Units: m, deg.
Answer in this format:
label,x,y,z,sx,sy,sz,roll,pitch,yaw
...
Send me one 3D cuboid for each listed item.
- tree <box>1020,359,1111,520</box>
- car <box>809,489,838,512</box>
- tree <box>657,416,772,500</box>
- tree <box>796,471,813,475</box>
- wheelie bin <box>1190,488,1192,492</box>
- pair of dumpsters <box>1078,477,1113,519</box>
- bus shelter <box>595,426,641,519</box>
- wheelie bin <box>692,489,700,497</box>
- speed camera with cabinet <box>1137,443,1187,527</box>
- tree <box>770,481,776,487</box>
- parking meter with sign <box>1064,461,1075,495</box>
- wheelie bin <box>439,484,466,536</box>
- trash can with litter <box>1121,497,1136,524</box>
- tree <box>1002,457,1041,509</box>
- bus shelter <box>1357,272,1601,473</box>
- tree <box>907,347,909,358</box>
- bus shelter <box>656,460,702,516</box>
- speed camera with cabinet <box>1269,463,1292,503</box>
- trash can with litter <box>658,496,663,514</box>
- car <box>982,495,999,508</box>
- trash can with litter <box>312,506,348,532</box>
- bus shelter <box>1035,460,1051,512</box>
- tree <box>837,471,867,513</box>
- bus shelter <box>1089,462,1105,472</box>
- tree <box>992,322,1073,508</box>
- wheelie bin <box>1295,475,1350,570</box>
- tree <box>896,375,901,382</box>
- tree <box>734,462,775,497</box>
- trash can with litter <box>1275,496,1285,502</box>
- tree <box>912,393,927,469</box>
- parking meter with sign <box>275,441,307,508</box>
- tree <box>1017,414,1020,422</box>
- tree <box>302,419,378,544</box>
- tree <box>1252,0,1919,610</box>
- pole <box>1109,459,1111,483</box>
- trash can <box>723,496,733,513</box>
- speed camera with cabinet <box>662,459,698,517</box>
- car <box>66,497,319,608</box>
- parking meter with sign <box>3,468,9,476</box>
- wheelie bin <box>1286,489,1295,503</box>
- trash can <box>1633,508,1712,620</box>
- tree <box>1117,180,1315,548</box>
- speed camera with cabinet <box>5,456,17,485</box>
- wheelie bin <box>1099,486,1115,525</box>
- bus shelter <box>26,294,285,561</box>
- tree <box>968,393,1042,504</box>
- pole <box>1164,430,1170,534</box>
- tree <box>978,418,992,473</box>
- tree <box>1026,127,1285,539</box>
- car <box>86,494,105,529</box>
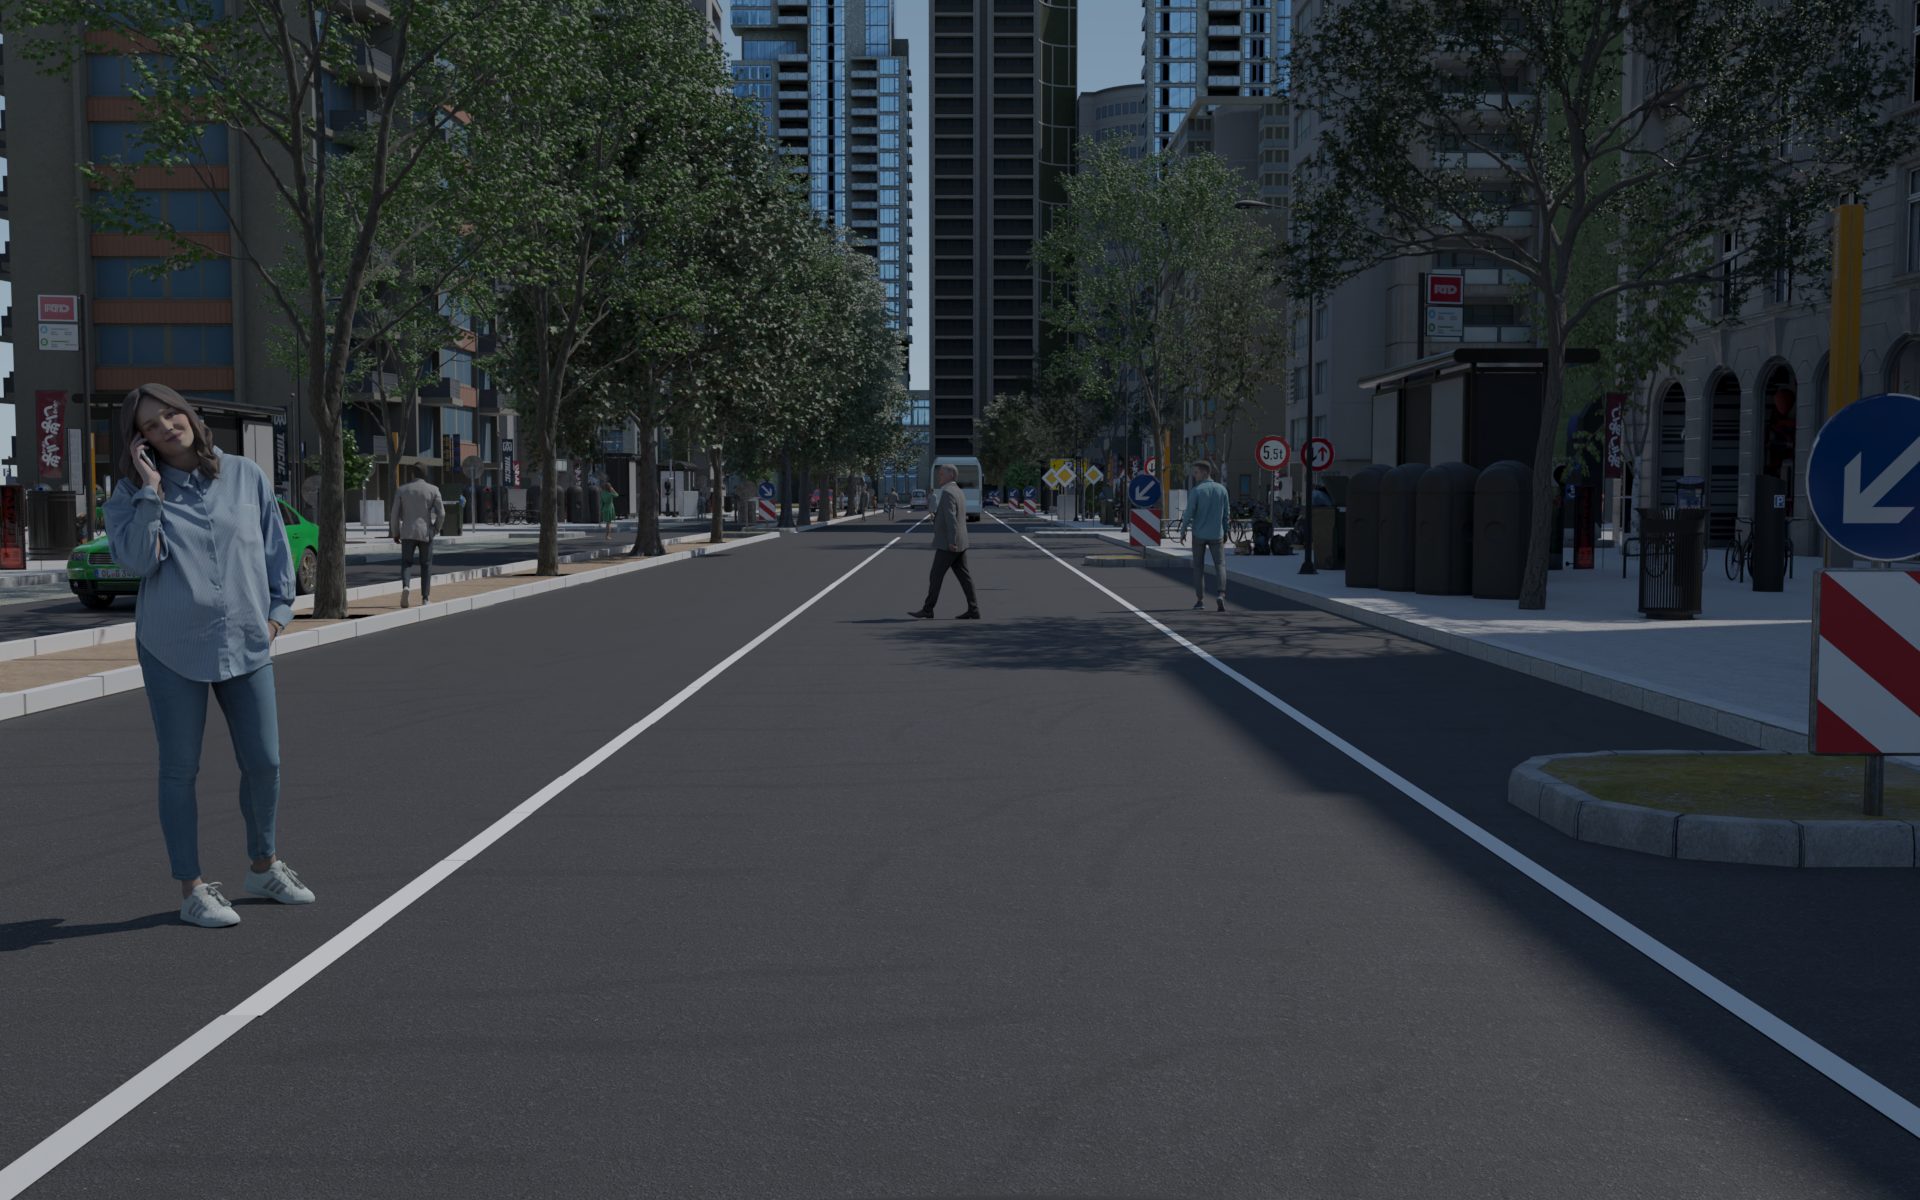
label,x,y,z,sx,sy,sz,roll,pitch,yaw
tree,5.905,-8.218,84.724,4.360,8.622,3.978,0,3,0
car,-10.894,-7.939,138.476,2.281,1.827,5.304,0,4,-2
tree,-16.035,-10.821,111.333,7.601,10.594,8.767,1,4,9
tree,-16.213,-15.184,182.664,8.767,10.594,7.601,1,4,9
wheelie bin,11.747,-4.746,85.497,0.980,1.594,0.693,1,4,20
pair of dumpsters,7.099,-5.374,90.364,1.574,2.255,4.437,0,3,0
bus shelter,-17.679,-6.836,89.394,2.179,5.291,8.768,0,3,0
wheelie bin,-16.669,-6.244,109.993,0.980,1.594,0.693,-1,4,-11
speed camera with cabinet,7.851,-4.458,67.217,2.038,3.252,0.660,3,5,44
tree,-16.996,-9.526,150.349,1.663,3.219,1.824,0,3,0
parking meter with sign,5.769,-5.780,90.771,0.543,3.016,1.738,0,4,-1
wheelie bin,-15.554,-2.751,52.885,0.980,1.594,0.693,0,4,-4
trash can with litter,7.062,-3.872,74.693,1.055,1.170,0.624,-3,5,-43
tree,5.621,-10.275,151.715,4.285,4.588,4.351,0,3,0
bus shelter,8.129,-3.151,29.149,2.179,5.291,8.768,0,3,0
tree,-7.063,-11.018,89.260,9.857,13.997,8.962,0,3,0
bus shelter,-16.949,-6.747,104.242,2.014,3.302,5.546,0,3,0
speed camera with cabinet,17.579,-6.159,95.043,0.660,3.252,2.038,-1,4,-11
trash can with litter,-19.360,-6.034,109.709,2.233,1.210,1.678,-1,4,-8
car,3.180,-10.244,180.066,1.945,1.354,3.894,0,3,0
trash can with litter,-21.085,-2.851,58.001,0.624,1.170,1.055,2,4,27
bus shelter,6.268,-7.926,120.879,1.731,3.624,6.357,0,3,0
tree,-7.338,-10.398,122.826,4.360,8.622,3.978,0,3,0
bus shelter,8.405,-7.163,111.041,2.014,3.302,5.546,0,3,0
tree,6.174,-8.550,74.209,8.767,10.594,7.601,0,4,-4
wheelie bin,6.338,-1.316,29.428,0.980,1.594,0.693,-2,4,-35
tree,-7.168,-10.487,99.680,9.928,11.665,9.643,0,3,0
tree,-16.723,-9.632,141.199,4.285,4.588,4.351,0,3,0
trash can with litter,17.356,-4.970,92.639,1.055,1.170,0.624,3,5,40
tree,-6.914,-11.623,109.498,9.611,12.733,9.660,0,3,0
parking meter with sign,-22.495,-3.722,57.116,1.738,3.016,0.543,-3,4,-36
tree,5.773,-9.278,102.052,4.360,8.622,3.978,0,3,0
tree,-15.820,-3.070,44.793,1.663,3.219,1.824,0,3,0
tree,6.661,-5.161,18.791,7.601,10.594,8.767,2,4,31
pole,8.625,-6.453,99.346,0.158,3.312,0.155,0,3,0
trash can,-16.037,-6.618,119.864,0.748,1.137,0.748,0,3,0
speed camera with cabinet,-15.996,-6.398,98.951,2.038,3.252,0.660,-3,4,-37
car,-10.132,-0.882,23.210,1.959,1.807,4.718,0,4,1
parking meter with sign,-63.930,-7.403,117.303,1.738,3.016,0.543,2,4,25
wheelie bin,18.877,-5.534,98.391,0.693,1.594,0.980,1,4,11
trash can,7.312,-0.377,17.814,0.748,1.137,0.748,0,3,0
tree,6.362,-5.577,41.548,4.360,8.622,3.978,0,3,0
speed camera with cabinet,-48.997,-5.801,89.178,0.660,3.252,2.038,0,4,-7
wheelie bin,6.187,-3.901,71.684,0.980,1.594,0.693,-1,4,-17
bus shelter,-17.385,-3.660,37.476,2.179,5.291,8.768,0,3,0
tree,6.105,-18.739,213.044,9.857,13.997,8.962,0,3,0
pole,6.616,-3.765,55.395,0.158,3.312,0.155,0,3,0
tree,6.461,-12.051,131.446,8.767,10.594,7.601,1,4,20
tree,5.631,-7.570,49.527,9.928,11.665,9.643,0,3,0
car,-29.842,-3.194,61.023,4.718,1.807,1.959,0,4,-2
